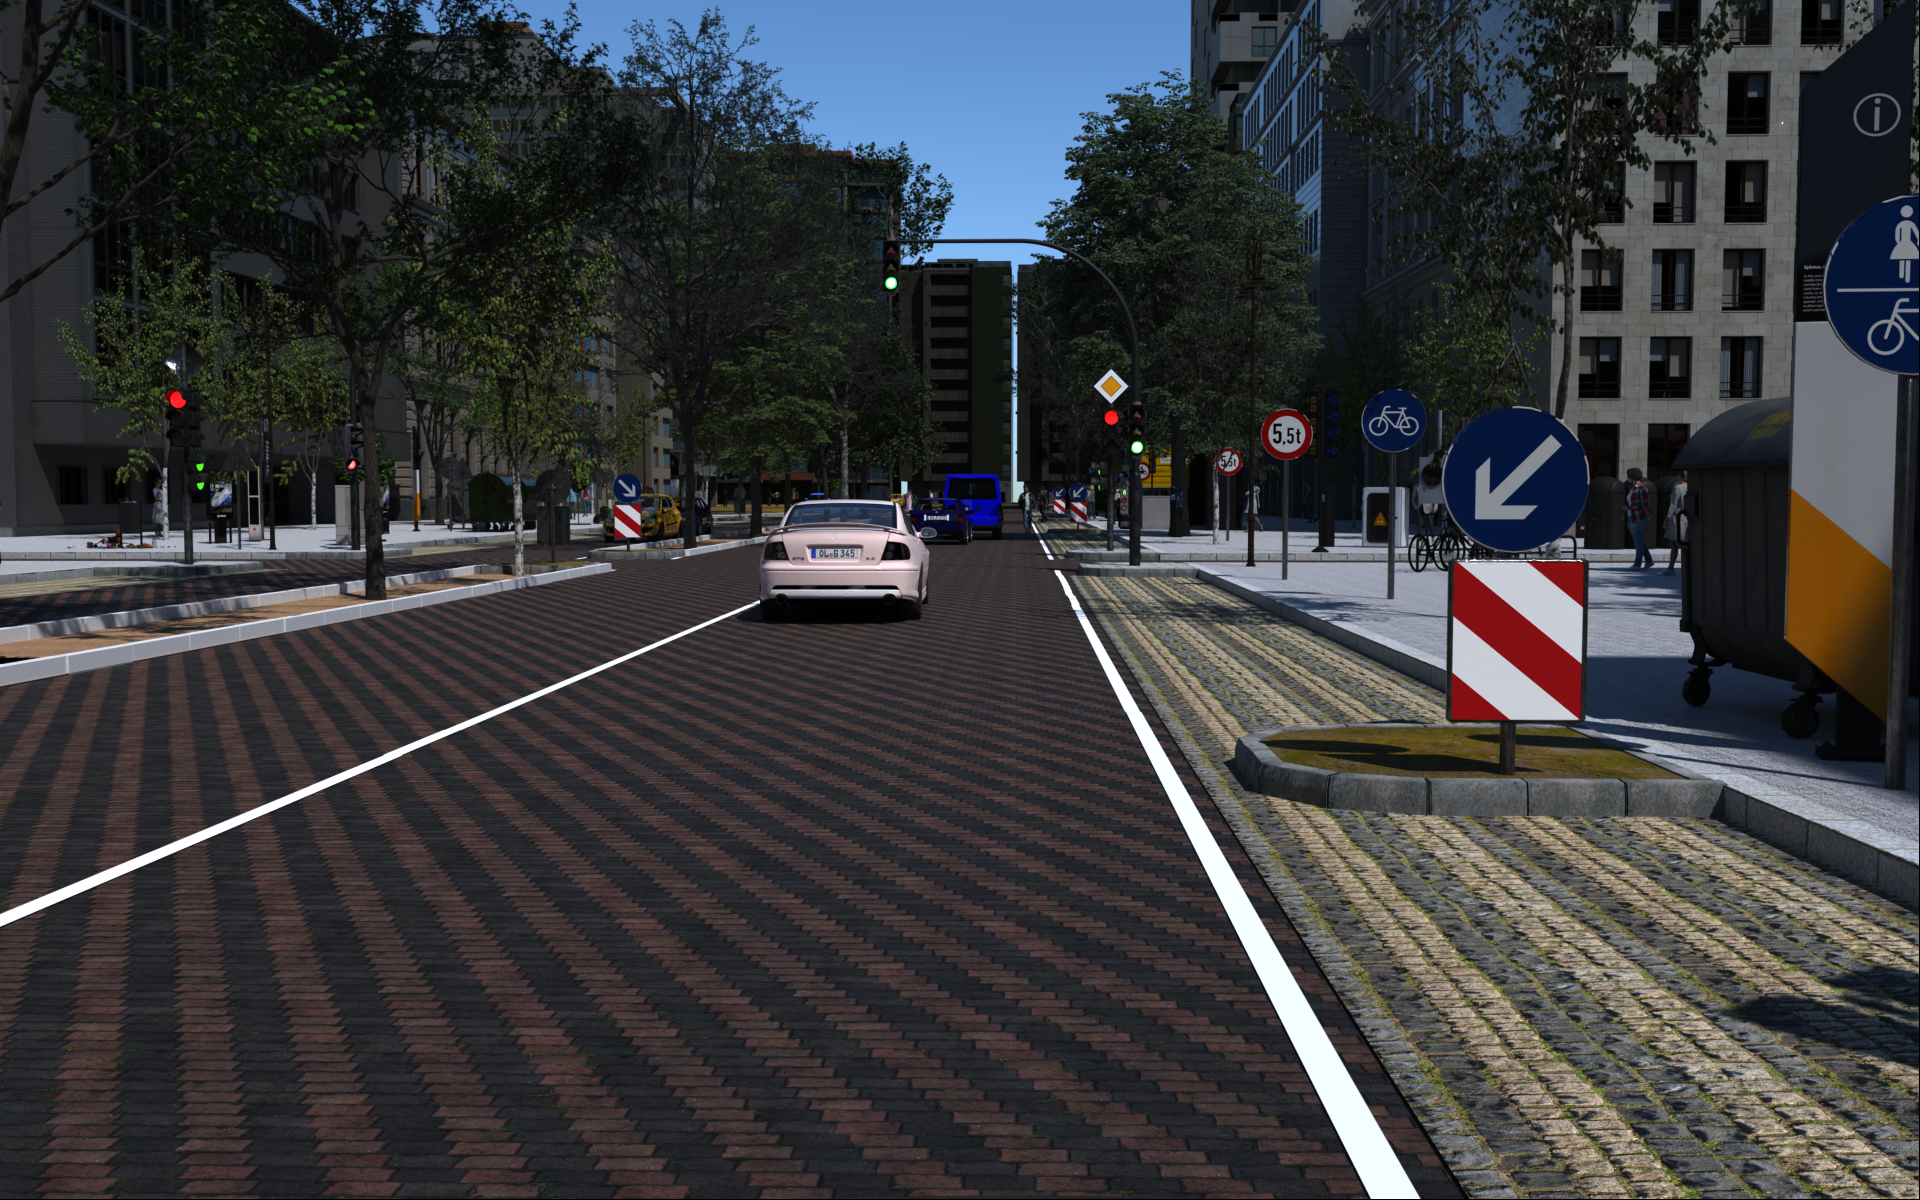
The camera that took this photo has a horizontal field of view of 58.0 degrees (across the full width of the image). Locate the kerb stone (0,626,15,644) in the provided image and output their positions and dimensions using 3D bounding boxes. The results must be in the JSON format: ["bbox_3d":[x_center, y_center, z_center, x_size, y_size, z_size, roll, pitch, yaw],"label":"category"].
[{"bbox_3d":[-9.155,0.359,16.376,0.120,0.150,1.000,0,4,2],"label":"kerb stone"}]

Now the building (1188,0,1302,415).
[{"bbox_3d":[34.309,-34.169,147.895,28.713,52.752,27.495,0,4,2],"label":"building"}]

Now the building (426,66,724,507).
[{"bbox_3d":[-35.214,-28.845,163.492,23.993,40.220,32.217,0,4,2],"label":"building"}]

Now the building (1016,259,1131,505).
[{"bbox_3d":[13.984,-27.148,215.571,14.107,30.474,14.160,0,4,2],"label":"building"}]

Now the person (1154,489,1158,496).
[{"bbox_3d":[20.825,-10.892,184.141,0.705,1.822,1.348,-1,4,-14],"label":"person"}]

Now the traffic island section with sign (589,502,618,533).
[{"bbox_3d":[-12.677,-3.440,64.867,1.989,1.847,2.006,0,4,2],"label":"traffic island section with sign"}]

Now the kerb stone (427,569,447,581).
[{"bbox_3d":[-8.750,-0.395,28.655,0.120,0.150,1.000,0,4,2],"label":"kerb stone"}]

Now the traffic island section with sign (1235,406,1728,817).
[{"bbox_3d":[2.424,0.002,8.594,1.989,1.847,2.006,0,4,2],"label":"traffic island section with sign"}]

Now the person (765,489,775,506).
[{"bbox_3d":[-20.337,-10.927,184.714,1.348,1.822,0.705,3,4,39],"label":"person"}]

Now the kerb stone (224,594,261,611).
[{"bbox_3d":[-8.985,0.043,21.494,0.120,0.150,1.000,0,4,2],"label":"kerb stone"}]

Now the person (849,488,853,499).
[{"bbox_3d":[-11.092,-10.458,176.656,0.705,1.869,1.348,0,4,7],"label":"person"}]

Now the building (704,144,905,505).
[{"bbox_3d":[-21.779,-34.557,219.631,28.867,44.769,22.147,0,4,2],"label":"building"}]

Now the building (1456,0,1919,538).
[{"bbox_3d":[25.544,-12.207,54.332,16.860,20.320,10.420,0,4,2],"label":"building"}]

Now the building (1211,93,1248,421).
[{"bbox_3d":[26.472,-21.795,128.055,14.160,30.474,14.107,0,4,2],"label":"building"}]

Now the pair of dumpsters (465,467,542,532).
[{"bbox_3d":[-15.788,-3.516,59.973,1.574,2.255,4.437,0,4,2],"label":"pair of dumpsters"}]

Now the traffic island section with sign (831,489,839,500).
[{"bbox_3d":[-10.187,-8.114,141.288,1.989,1.847,2.006,0,4,2],"label":"traffic island section with sign"}]

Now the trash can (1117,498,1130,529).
[{"bbox_3d":[6.073,-3.151,63.169,0.748,1.137,0.748,0,3,0],"label":"trash can"}]

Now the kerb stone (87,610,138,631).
[{"bbox_3d":[-9.082,0.231,18.419,0.120,0.150,1.000,0,4,2],"label":"kerb stone"}]

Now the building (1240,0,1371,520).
[{"bbox_3d":[23.346,-19.633,98.489,11.434,29.767,29.804,0,4,2],"label":"building"}]

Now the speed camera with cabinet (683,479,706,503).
[{"bbox_3d":[-14.542,-6.155,94.968,0.660,3.252,2.038,1,4,13],"label":"speed camera with cabinet"}]

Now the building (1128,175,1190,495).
[{"bbox_3d":[28.068,-32.480,214.638,14.086,41.232,14.154,0,4,2],"label":"building"}]

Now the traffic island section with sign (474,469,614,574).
[{"bbox_3d":[-7.598,-1.437,31.636,2.006,1.907,1.989,0,4,2],"label":"traffic island section with sign"}]

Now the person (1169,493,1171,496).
[{"bbox_3d":[19.222,-9.185,156.304,0.705,1.814,1.350,-2,4,-25],"label":"person"}]

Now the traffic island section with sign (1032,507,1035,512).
[{"bbox_3d":[6.739,-8.114,141.284,1.989,1.847,2.006,0,4,2],"label":"traffic island section with sign"}]

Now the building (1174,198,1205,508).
[{"bbox_3d":[27.904,-24.416,170.904,14.160,30.474,14.107,0,4,2],"label":"building"}]

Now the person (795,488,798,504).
[{"bbox_3d":[-14.726,-9.114,155.059,0.705,1.823,1.348,-2,4,-28],"label":"person"}]

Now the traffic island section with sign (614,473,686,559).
[{"bbox_3d":[-7.347,-1.890,39.039,2.006,1.907,1.989,0,4,2],"label":"traffic island section with sign"}]

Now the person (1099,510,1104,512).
[{"bbox_3d":[10.344,-7.338,126.706,1.217,1.739,0.721,2,4,26],"label":"person"}]

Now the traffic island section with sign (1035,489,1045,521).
[{"bbox_3d":[5.124,-5.067,91.481,1.989,1.847,2.006,0,4,2],"label":"traffic island section with sign"}]

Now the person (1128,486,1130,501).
[{"bbox_3d":[11.945,-7.170,123.140,0.709,1.838,0.599,-3,4,-36],"label":"person"}]

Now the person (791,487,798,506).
[{"bbox_3d":[-12.973,-7.892,135.172,0.705,1.812,1.348,1,4,11],"label":"person"}]

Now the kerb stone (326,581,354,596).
[{"bbox_3d":[-8.879,-0.140,24.561,0.120,0.150,1.000,0,4,2],"label":"kerb stone"}]

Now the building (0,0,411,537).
[{"bbox_3d":[-33.029,-15.090,65.793,14.314,24.678,30.058,0,4,2],"label":"building"}]

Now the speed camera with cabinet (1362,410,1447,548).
[{"bbox_3d":[10.635,-2.862,41.137,2.038,3.252,0.660,2,4,33],"label":"speed camera with cabinet"}]

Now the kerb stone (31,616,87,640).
[{"bbox_3d":[-9.121,0.293,17.398,0.120,0.150,1.000,0,4,2],"label":"kerb stone"}]

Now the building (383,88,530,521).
[{"bbox_3d":[-30.422,-16.014,90.711,11.050,23.489,19.941,0,4,2],"label":"building"}]

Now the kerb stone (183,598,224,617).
[{"bbox_3d":[-9.016,0.107,20.462,0.120,0.150,1.000,0,4,2],"label":"kerb stone"}]

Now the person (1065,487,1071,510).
[{"bbox_3d":[8.767,-8.315,141.626,0.705,1.869,1.348,1,4,18],"label":"person"}]

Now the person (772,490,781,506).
[{"bbox_3d":[-19.183,-10.658,181.017,1.217,1.736,0.721,-3,5,-44],"label":"person"}]

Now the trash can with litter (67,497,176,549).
[{"bbox_3d":[-20.007,-1.839,41.129,2.233,1.210,1.678,0,4,5],"label":"trash can with litter"}]

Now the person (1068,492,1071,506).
[{"bbox_3d":[10.345,-9.888,168.425,1.217,1.736,0.721,-3,4,-38],"label":"person"}]

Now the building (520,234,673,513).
[{"bbox_3d":[-38.230,-17.432,130.049,27.650,21.520,28.899,0,4,2],"label":"building"}]

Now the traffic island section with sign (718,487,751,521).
[{"bbox_3d":[-11.773,-5.131,92.517,1.989,1.847,2.006,0,4,2],"label":"traffic island section with sign"}]

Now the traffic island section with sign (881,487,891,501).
[{"bbox_3d":[-4.913,-6.483,114.138,2.006,1.907,1.989,0,4,2],"label":"traffic island section with sign"}]

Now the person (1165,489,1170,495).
[{"bbox_3d":[18.749,-9.266,158.058,1.217,1.766,0.721,3,5,39],"label":"person"}]

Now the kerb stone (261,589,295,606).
[{"bbox_3d":[-8.944,-0.015,22.516,0.120,0.150,1.000,0,4,2],"label":"kerb stone"}]

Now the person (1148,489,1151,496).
[{"bbox_3d":[16.834,-8.991,153.577,0.617,1.759,0.750,-3,4,-36],"label":"person"}]

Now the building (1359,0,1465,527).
[{"bbox_3d":[25.384,-17.572,73.204,13.634,28.700,20.117,0,4,2],"label":"building"}]

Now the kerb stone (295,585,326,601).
[{"bbox_3d":[-8.917,-0.079,23.539,0.120,0.150,1.000,0,4,2],"label":"kerb stone"}]

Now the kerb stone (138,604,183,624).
[{"bbox_3d":[-9.055,0.171,19.441,0.120,0.150,1.000,0,4,2],"label":"kerb stone"}]

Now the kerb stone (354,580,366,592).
[{"bbox_3d":[-8.856,-0.208,25.590,0.120,0.150,1.000,0,4,2],"label":"kerb stone"}]

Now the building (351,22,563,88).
[{"bbox_3d":[-64.740,-41.498,220.495,28.212,58.520,21.231,0,4,2],"label":"building"}]

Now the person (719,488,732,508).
[{"bbox_3d":[-21.942,-9.557,161.932,1.348,1.869,0.705,0,4,-7],"label":"person"}]

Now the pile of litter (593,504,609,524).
[{"bbox_3d":[-15.173,-3.733,75.005,1.719,0.858,1.176,-3,5,-43],"label":"pile of litter"}]

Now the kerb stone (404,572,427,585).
[{"bbox_3d":[-8.783,-0.333,27.634,0.120,0.150,1.000,0,4,2],"label":"kerb stone"}]

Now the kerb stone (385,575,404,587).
[{"bbox_3d":[-8.819,-0.268,26.612,0.120,0.150,1.000,0,4,2],"label":"kerb stone"}]

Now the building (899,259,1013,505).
[{"bbox_3d":[-0.423,-27.155,215.681,14.107,30.474,14.160,0,4,2],"label":"building"}]

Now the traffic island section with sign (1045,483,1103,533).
[{"bbox_3d":[4.213,-3.363,63.615,1.989,1.847,2.006,0,4,2],"label":"traffic island section with sign"}]

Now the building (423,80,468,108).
[{"bbox_3d":[-53.927,-29.982,173.802,14.086,41.232,14.154,0,4,2],"label":"building"}]
